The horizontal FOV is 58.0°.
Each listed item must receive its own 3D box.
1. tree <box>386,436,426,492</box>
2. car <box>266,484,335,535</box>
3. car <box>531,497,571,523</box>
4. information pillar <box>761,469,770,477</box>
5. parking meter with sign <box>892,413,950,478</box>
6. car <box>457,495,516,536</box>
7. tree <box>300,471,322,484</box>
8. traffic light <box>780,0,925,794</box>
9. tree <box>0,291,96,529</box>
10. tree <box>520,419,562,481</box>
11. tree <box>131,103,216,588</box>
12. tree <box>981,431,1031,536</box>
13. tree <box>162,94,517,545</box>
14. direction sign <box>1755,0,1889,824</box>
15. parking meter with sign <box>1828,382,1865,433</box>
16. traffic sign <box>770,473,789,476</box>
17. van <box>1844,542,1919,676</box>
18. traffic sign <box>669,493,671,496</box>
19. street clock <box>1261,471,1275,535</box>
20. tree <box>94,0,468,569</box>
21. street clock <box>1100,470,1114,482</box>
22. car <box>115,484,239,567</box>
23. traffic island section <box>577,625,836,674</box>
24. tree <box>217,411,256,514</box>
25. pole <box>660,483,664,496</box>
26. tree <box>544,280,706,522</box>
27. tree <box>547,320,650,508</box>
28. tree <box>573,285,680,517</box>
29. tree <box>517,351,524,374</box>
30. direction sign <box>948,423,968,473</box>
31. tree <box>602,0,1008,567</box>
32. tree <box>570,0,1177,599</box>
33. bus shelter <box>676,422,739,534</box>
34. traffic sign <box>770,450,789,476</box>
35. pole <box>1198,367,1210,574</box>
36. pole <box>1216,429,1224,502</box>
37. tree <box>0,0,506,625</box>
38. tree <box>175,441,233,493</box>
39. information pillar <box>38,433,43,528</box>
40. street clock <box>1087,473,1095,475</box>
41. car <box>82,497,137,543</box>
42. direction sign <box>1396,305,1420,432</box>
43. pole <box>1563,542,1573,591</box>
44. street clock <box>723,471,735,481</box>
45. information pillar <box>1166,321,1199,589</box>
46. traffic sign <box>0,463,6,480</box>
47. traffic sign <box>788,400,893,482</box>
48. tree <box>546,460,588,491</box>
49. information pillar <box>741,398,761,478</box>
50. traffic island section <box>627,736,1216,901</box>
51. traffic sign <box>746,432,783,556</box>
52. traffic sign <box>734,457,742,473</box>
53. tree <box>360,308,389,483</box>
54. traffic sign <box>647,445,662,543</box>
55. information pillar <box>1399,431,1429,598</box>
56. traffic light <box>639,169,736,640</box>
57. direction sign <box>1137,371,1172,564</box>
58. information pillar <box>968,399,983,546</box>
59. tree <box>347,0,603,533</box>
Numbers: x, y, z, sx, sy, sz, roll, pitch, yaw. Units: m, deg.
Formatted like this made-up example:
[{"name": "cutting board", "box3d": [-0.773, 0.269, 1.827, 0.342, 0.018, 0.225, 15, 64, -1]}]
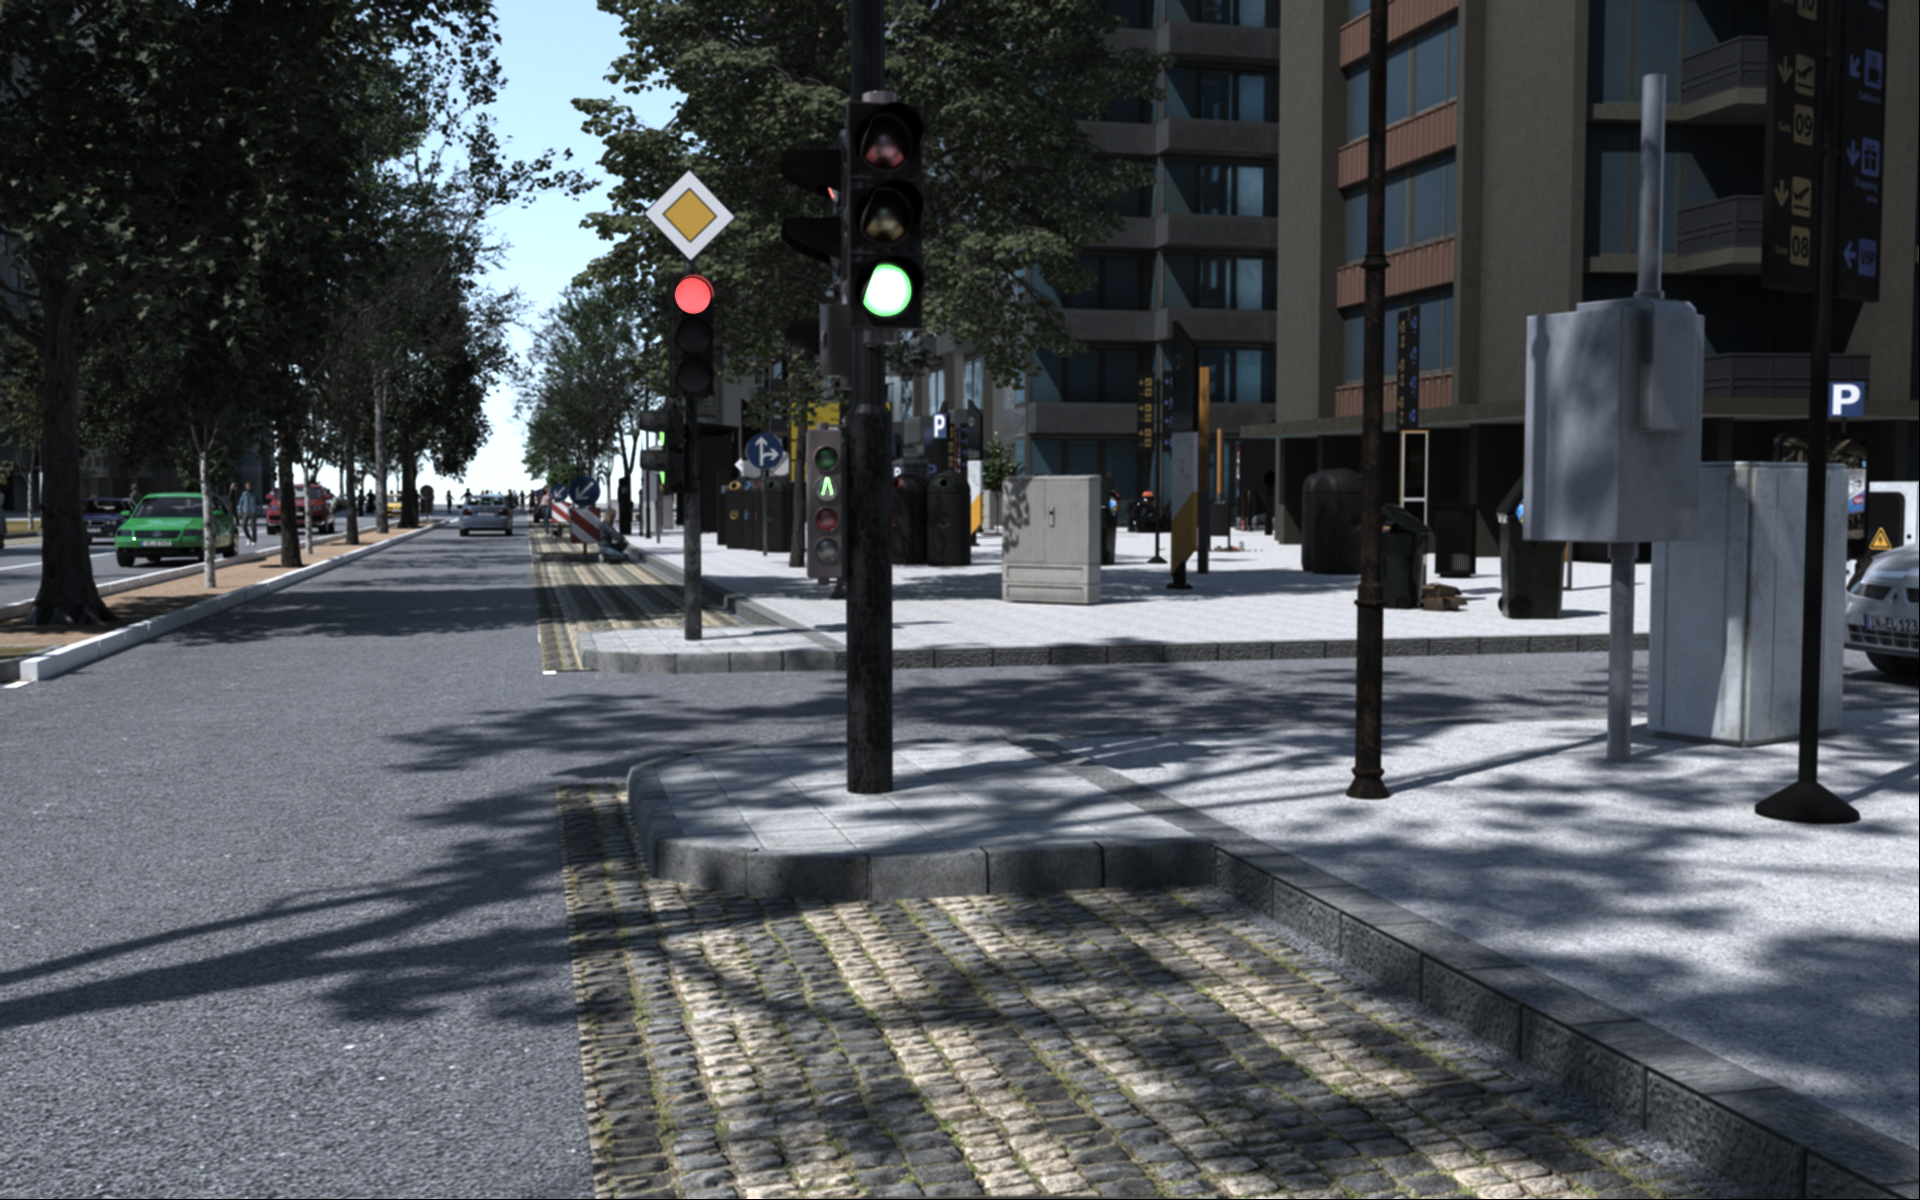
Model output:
[{"name": "tree", "box3d": [-76.927, -18.539, 237.524, 7.601, 10.594, 8.767, -2, 4, -32]}, {"name": "car", "box3d": [-23.931, -3.319, 62.941, 2.281, 1.827, 5.304, -1, 4, -16]}, {"name": "car", "box3d": [-20.336, -4.503, 86.207, 1.945, 1.354, 3.894, -1, 4, -13]}, {"name": "information pillar", "box3d": [-5.457, -2.663, 48.037, 0.304, 2.012, 0.304, -2, 4, -28]}, {"name": "parking meter with sign", "box3d": [-1.077, -2.486, 36.900, 1.738, 3.016, 0.543, -3, 4, -36]}, {"name": "car", "box3d": [-16.432, -2.941, 60.085, 2.014, 1.417, 4.499, -1, 4, -14]}, {"name": "tree", "box3d": [-53.719, -9.121, 143.723, 1.663, 3.219, 1.824, 0, 3, 0]}, {"name": "traffic light", "box3d": [-2.429, -1.962, 6.748, 4.771, 5.953, 1.251, -1, 4, -14]}, {"name": "tree", "box3d": [-33.814, -6.888, 62.979, 4.737, 8.622, 4.395, 0, 3, 0]}, {"name": "tree", "box3d": [-55.429, -19.298, 233.652, 7.486, 12.596, 7.792, 0, 3, 0]}, {"name": "tree", "box3d": [-11.334, -4.467, 25.861, 4.360, 8.622, 3.978, 0, 3, 0]}, {"name": "tree", "box3d": [1.075, -3.614, 53.695, 1.663, 3.219, 1.824, 0, 3, 0]}, {"name": "tree", "box3d": [-17.139, -8.291, 48.380, 12.009, 13.543, 11.850, 0, 3, 0]}, {"name": "direction sign", "box3d": [3.379, -0.906, 6.806, 0.876, 3.537, 0.379, -3, 4, -37]}, {"name": "parking meter with sign", "box3d": [13.943, -1.929, 27.807, 0.543, 3.016, 1.738, 1, 4, 13]}, {"name": "traffic sign", "box3d": [-6.029, -3.482, 56.936, 0.884, 2.594, 0.081, -1, 4, -11]}, {"name": "van", "box3d": [8.883, -0.383, 13.270, 4.112, 2.044, 2.013, -1, 4, -13]}, {"name": "traffic sign", "box3d": [-15.080, -5.501, 90.040, 0.768, 2.556, 0.104, -1, 4, -9]}, {"name": "street clock", "box3d": [9.665, -3.033, 54.162, 0.471, 2.002, 0.358, -1, 4, -12]}, {"name": "tree", "box3d": [-13.147, -6.436, 33.434, 9.928, 11.665, 9.643, 0, 3, 0]}, {"name": "street clock", "box3d": [4.408, -2.902, 52.019, 0.358, 2.002, 0.471, 3, 5, 40]}, {"name": "car", "box3d": [-16.122, -1.649, 35.761, 1.959, 1.807, 4.718, -1, 4, -14]}, {"name": "traffic island section", "box3d": [-2.327, 0.429, 15.264, 2.009, 0.180, 2.903, -1, 4, -14]}, {"name": "tree", "box3d": [-47.148, -9.890, 112.066, 4.737, 8.622, 4.395, 0, 3, 0]}, {"name": "pole", "box3d": [-14.910, -5.681, 86.723, 0.158, 3.312, 0.155, 0, 3, 0]}, {"name": "tree", "box3d": [-15.236, -9.410, 79.612, 9.928, 11.665, 9.643, 0, 3, 0]}, {"name": "tree", "box3d": [-14.983, -7.472, 72.522, 4.360, 8.622, 3.978, 0, 3, 0]}, {"name": "tree", "box3d": [-21.251, -11.518, 98.683, 12.009, 13.543, 11.850, 0, 3, 0]}, {"name": "tree", "box3d": [-23.241, -9.359, 72.486, 9.611, 12.733, 9.660, 0, 3, 0]}, {"name": "direction sign", "box3d": [-0.081, -3.891, 55.616, 0.876, 3.537, 0.379, 0, 4, 2]}, {"name": "tree", "box3d": [-2.546, -5.861, 30.248, 7.601, 10.594, 8.767, -2, 4, -25]}, {"name": "tree", "box3d": [-0.971, -6.303, 21.183, 7.486, 12.596, 7.792, 0, 3, 0]}, {"name": "bus shelter", "box3d": [-8.655, -4.142, 59.000, 1.731, 3.624, 6.357, -1, 4, -14]}, {"name": "traffic sign", "box3d": [-5.187, -3.044, 49.868, 0.768, 2.556, 0.104, -1, 4, -10]}, {"name": "pole", "box3d": [3.928, -2.082, 27.880, 0.158, 3.312, 0.155, 0, 3, 0]}, {"name": "pole", "box3d": [8.107, -3.678, 53.979, 0.158, 3.312, 0.155, 0, 3, 0]}, {"name": "tree", "box3d": [-9.911, -6.076, 18.801, 9.611, 12.733, 9.660, 0, 3, 0]}, {"name": "tree", "box3d": [-41.876, -6.872, 96.070, 4.285, 4.588, 4.351, 0, 3, 0]}, {"name": "information pillar", "box3d": [-34.996, -4.567, 66.029, 0.183, 3.616, 0.504, -3, 5, -39]}, {"name": "street clock", "box3d": [4.596, -3.445, 60.902, 0.358, 2.002, 0.471, 1, 4, 16]}, {"name": "car", "box3d": [-24.701, -2.286, 49.955, 1.945, 1.354, 3.894, -1, 4, -16]}, {"name": "direction sign", "box3d": [5.492, -1.792, 21.296, 0.379, 3.537, 0.876, 0, 4, -1]}, {"name": "pole", "box3d": [8.049, -1.781, 22.960, 0.158, 3.312, 0.155, 0, 3, 0]}, {"name": "street clock", "box3d": [-7.248, -3.037, 54.221, 0.358, 2.002, 0.471, 1, 4, 17]}, {"name": "information pillar", "box3d": [3.016, -1.954, 23.302, 0.183, 3.616, 0.504, -2, 4, -30]}, {"name": "traffic sign", "box3d": [-37.403, -4.102, 67.174, 0.768, 2.556, 0.104, -1, 4, -12]}, {"name": "traffic sign", "box3d": [-2.596, -2.682, 37.717, 2.265, 3.308, 0.079, -1, 4, -11]}, {"name": "tree", "box3d": [-42.176, -12.224, 183.581, 4.285, 4.588, 4.351, 0, 3, 0]}, {"name": "information pillar", "box3d": [-5.140, -3.132, 42.560, 0.504, 3.616, 0.183, -2, 4, -27]}, {"name": "traffic island section", "box3d": [-0.380, 0.903, 7.519, 2.009, 0.180, 2.903, -1, 4, -14]}, {"name": "traffic sign", "box3d": [-4.051, -2.191, 35.936, 0.768, 2.556, 0.104, 0, 4, -8]}, {"name": "traffic sign", "box3d": [-5.445, -2.668, 44.807, 0.795, 2.450, 0.064, -1, 4, -9]}, {"name": "tree", "box3d": [-15.315, -5.360, 40.461, 4.360, 8.622, 3.978, 0, 3, 0]}, {"name": "traffic sign", "box3d": [-7.889, -2.761, 45.246, 0.768, 2.556, 0.104, -1, 4, -13]}, {"name": "information pillar", "box3d": [5.285, -0.961, 20.200, 0.304, 2.012, 0.304, 1, 4, 11]}, {"name": "traffic light", "box3d": [-2.368, -1.604, 15.140, 0.839, 4.253, 0.868, -1, 4, -14]}, {"name": "direction sign", "box3d": [3.660, -2.449, 32.031, 0.876, 3.537, 0.379, 3, 4, 36]}, {"name": "information pillar", "box3d": [0.366, -3.135, 42.610, 0.183, 3.616, 0.504, -3, 5, -41]}, {"name": "tree", "box3d": [-19.527, -12.429, 61.566, 12.611, 20.169, 13.585, 0, 3, 0]}]
